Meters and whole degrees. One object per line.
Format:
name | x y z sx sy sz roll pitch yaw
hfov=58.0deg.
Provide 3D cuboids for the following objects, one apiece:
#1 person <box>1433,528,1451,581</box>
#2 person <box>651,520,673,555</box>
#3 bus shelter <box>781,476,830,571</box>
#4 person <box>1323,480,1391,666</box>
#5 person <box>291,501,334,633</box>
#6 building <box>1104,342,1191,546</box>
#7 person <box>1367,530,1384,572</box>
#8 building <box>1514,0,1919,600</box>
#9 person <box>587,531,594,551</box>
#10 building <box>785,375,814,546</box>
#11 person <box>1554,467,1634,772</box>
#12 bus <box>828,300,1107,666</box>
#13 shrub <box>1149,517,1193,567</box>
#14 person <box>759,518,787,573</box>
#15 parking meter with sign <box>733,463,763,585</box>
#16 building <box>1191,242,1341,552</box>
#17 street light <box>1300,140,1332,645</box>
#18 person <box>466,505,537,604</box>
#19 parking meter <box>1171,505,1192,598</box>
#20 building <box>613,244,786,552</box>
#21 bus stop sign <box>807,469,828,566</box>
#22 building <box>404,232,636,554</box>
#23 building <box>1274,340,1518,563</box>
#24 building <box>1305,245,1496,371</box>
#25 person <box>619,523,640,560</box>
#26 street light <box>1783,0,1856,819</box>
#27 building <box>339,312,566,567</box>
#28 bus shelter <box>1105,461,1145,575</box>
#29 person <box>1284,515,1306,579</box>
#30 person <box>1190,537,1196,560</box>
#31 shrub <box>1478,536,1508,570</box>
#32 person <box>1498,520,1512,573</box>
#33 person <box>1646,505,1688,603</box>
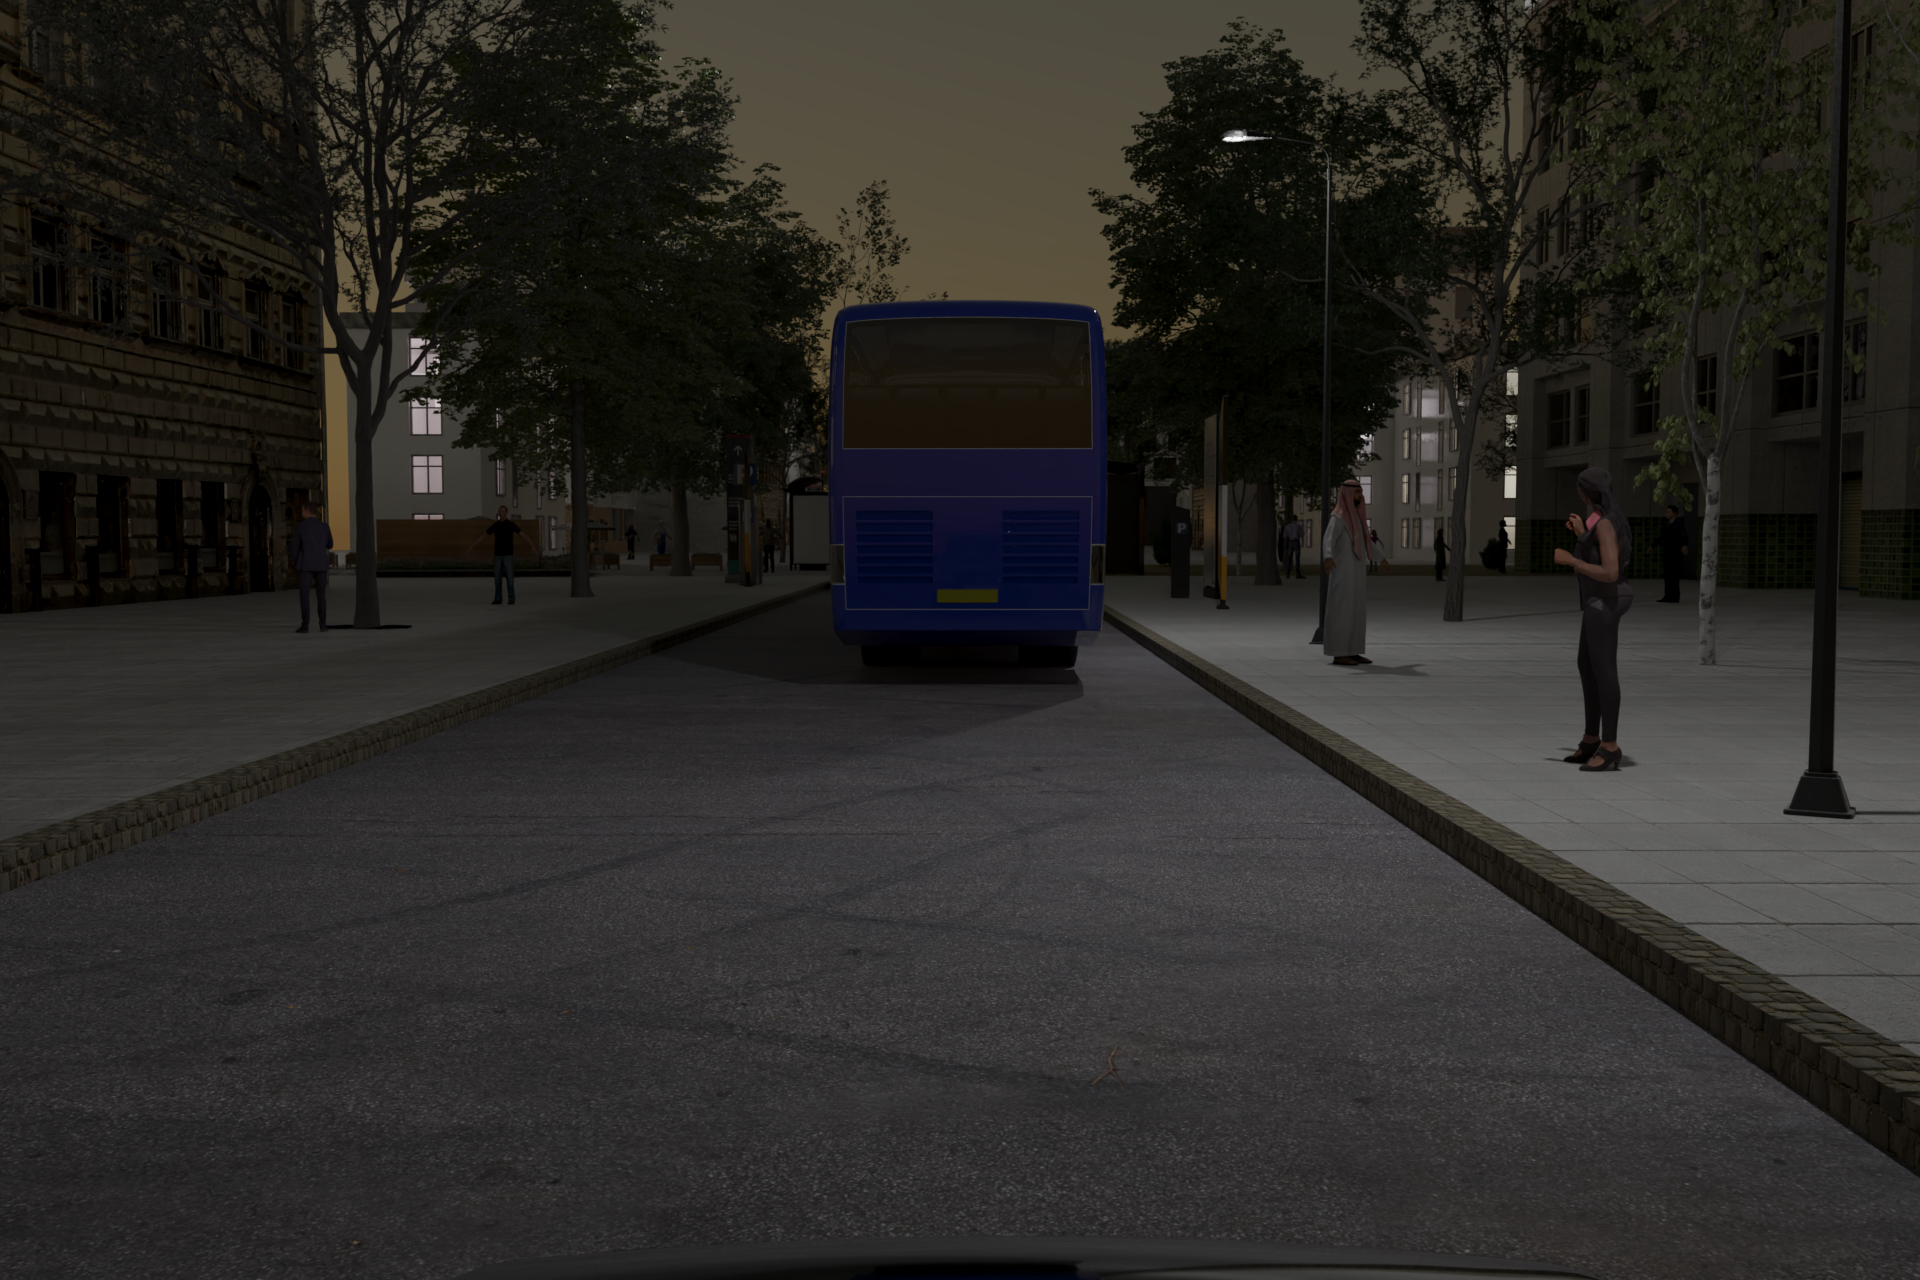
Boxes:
person | 13.157 -2.326 47.238 0.599 1.438 0.989 3 5 40
person | -11.831 -3.847 68.757 0.705 1.847 1.347 2 4 32
bus shelter | -5.172 -4.224 62.982 2.014 3.302 5.546 0 4 1
person | 3.852 -0.666 17.030 0.704 1.811 1.347 3 4 38
person | -8.448 -0.957 22.608 0.541 1.710 0.530 -2 4 -29
building | 27.669 -21.827 200.850 27.936 21.610 32.646 0 4 1
person | 13.855 -2.994 58.215 0.599 1.433 0.991 -3 5 -41
building | 26.693 -10.695 41.321 16.747 18.905 31.486 0 4 0
person | -16.457 -4.312 76.271 0.705 1.858 1.354 1 4 21
building | -22.182 -20.402 189.994 16.016 20.090 11.380 0 4 0
person | 3.432 -0.120 9.471 0.415 1.643 0.593 -1 4 -17
bus | 0.133 -1.843 21.677 2.896 3.916 12.251 0 4 1
shrub | 8.278 -3.904 67.864 1.661 2.075 1.752 0 3 0
person | -6.362 -3.149 57.607 1.348 1.813 0.705 1 4 16
parking meter with sign | -5.265 -2.886 43.442 0.543 3.016 1.738 0 4 2
building | 27.917 -18.317 130.418 19.493 23.208 18.063 0 4 1
street light | 4.789 -2.905 20.034 1.470 5.913 1.316 0 4 0
person | -8.324 -1.550 31.558 1.348 1.803 0.705 0 4 7
parking meter | 4.435 -1.771 34.675 0.399 1.863 0.255 0 4 1
building | -23.508 -18.364 131.179 19.493 23.208 18.063 0 4 1
bus stop sign | -5.808 -5.008 70.577 0.855 3.939 0.416 0 4 0
building | -27.054 -15.183 104.670 16.016 20.090 11.380 0 3 0
building | 23.002 -8.995 89.211 9.099 9.664 28.070 0 4 0
building | 26.831 -16.046 118.775 16.016 20.090 11.380 0 4 1
person | -16.472 -4.941 86.570 1.354 1.856 0.705 2 4 34
street light | 4.495 -2.155 7.769 1.470 5.913 1.316 0 4 1
building | -22.575 -8.411 79.674 9.099 9.664 28.070 0 4 0
bus shelter | 4.977 -4.036 57.266 1.731 3.624 6.357 0 4 -1
person | 9.651 -2.680 49.731 0.709 1.838 0.599 2 4 35
person | 11.232 -4.880 86.058 1.348 1.796 0.705 -3 5 -43
shrub | 19.040 -3.101 61.815 1.383 1.207 1.383 0 3 0
person | 17.785 -3.042 56.460 0.721 1.740 1.216 0 4 5
person | 13.268 -1.609 32.353 0.704 1.823 1.345 0 4 -7
